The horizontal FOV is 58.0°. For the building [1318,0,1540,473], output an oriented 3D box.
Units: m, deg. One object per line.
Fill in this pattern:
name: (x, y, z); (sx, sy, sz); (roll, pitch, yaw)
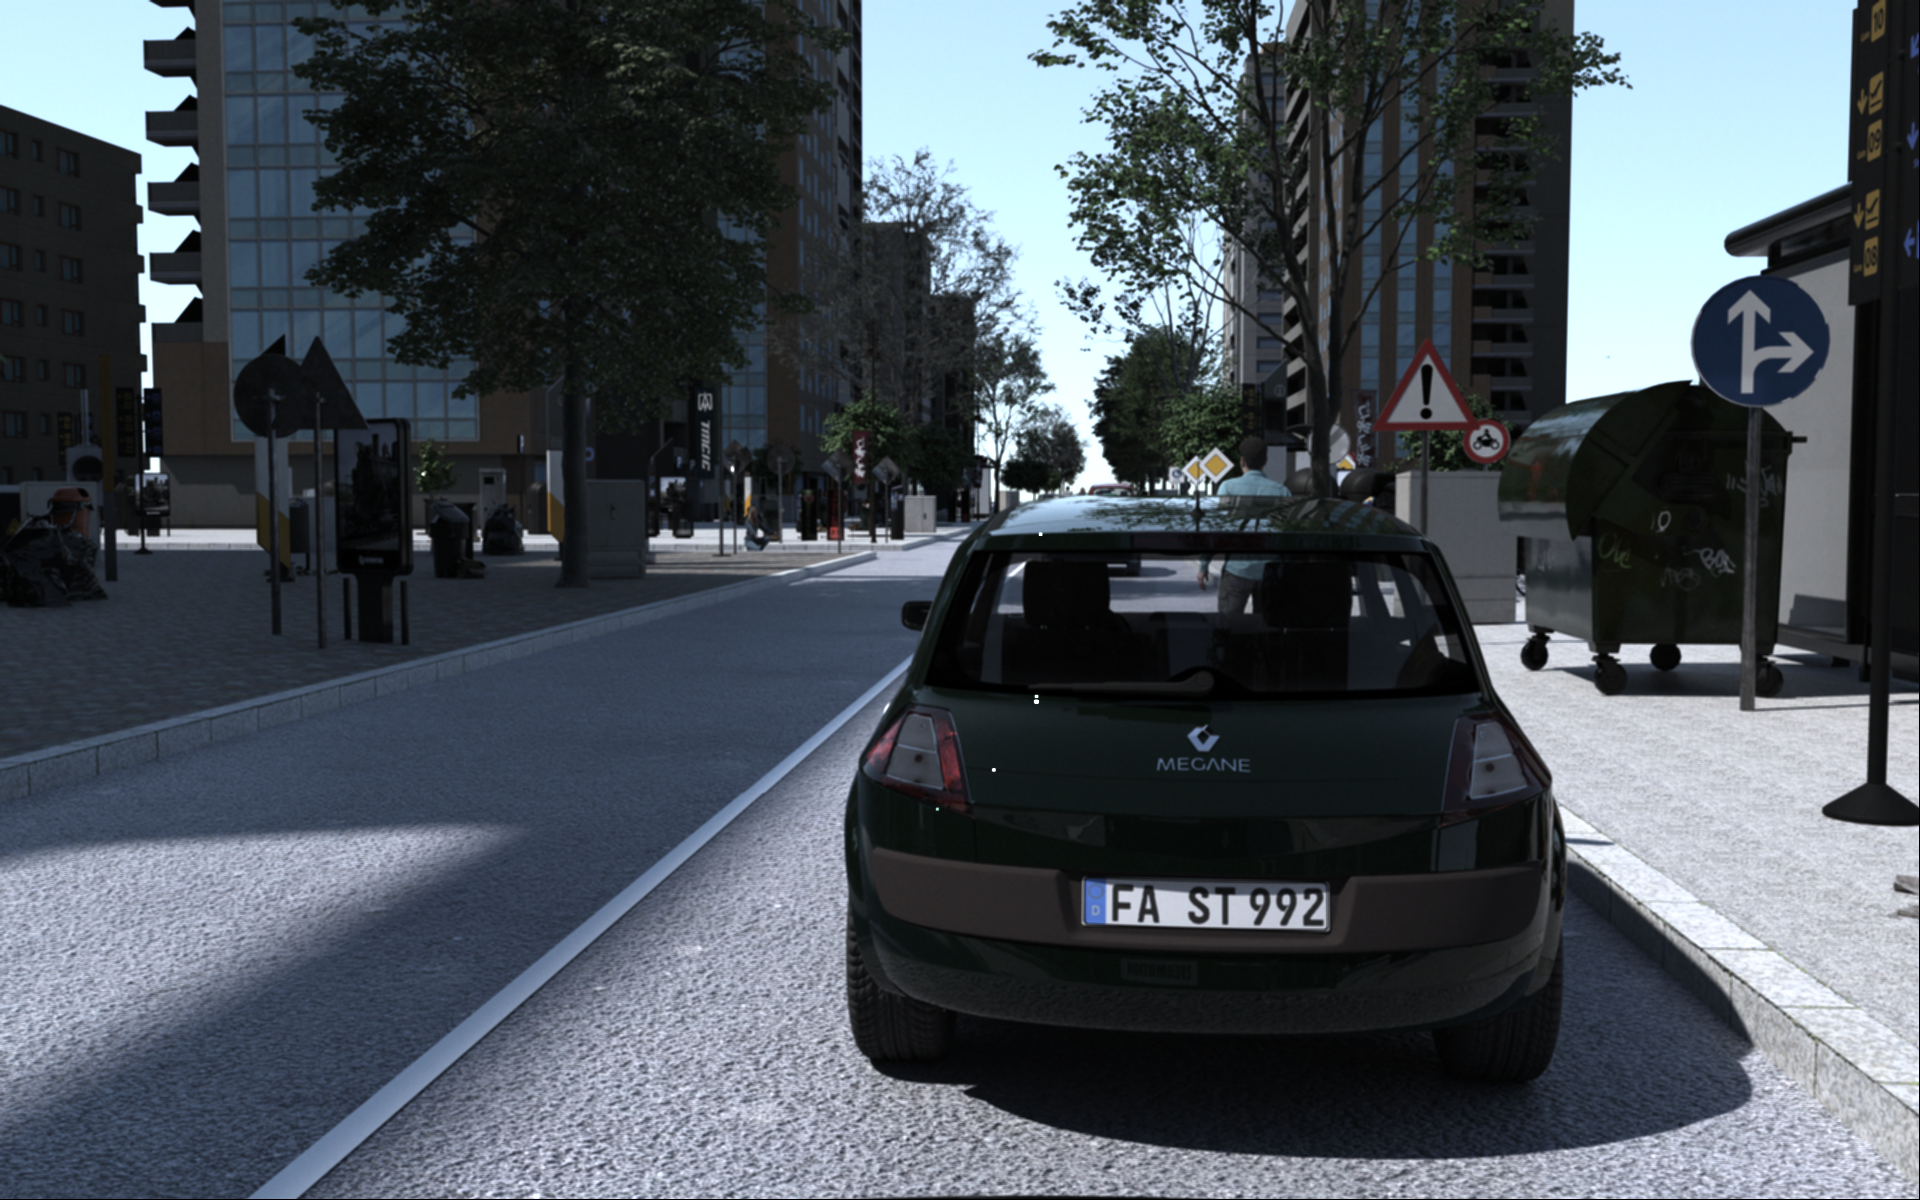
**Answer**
building: (35.858, -29.653, 134.938); (14.600, 45.320, 14.200); (0, 4, 5)

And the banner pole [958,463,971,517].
banner pole: (0.292, -6.641, 98.597); (0.863, 3.779, 0.401); (2, 4, 24)

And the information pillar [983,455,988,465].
information pillar: (1.446, -6.936, 104.762); (0.504, 3.616, 0.183); (0, 4, 8)

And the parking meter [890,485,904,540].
parking meter: (-1.765, -2.464, 48.696); (0.372, 1.533, 0.369); (0, 3, 0)

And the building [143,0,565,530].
building: (-21.479, -25.549, 67.837); (14.600, 45.320, 14.200); (0, 4, 5)

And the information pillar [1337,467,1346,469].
information pillar: (10.263, -2.603, 47.055); (0.304, 2.012, 0.304); (2, 4, 33)

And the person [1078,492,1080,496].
person: (10.073, -8.266, 143.513); (0.709, 1.838, 0.599); (1, 4, 20)

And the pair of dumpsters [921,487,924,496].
pair of dumpsters: (-2.800, -5.289, 88.963); (1.574, 2.255, 4.437); (0, 4, 5)

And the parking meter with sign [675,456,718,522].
parking meter with sign: (-12.212, -5.112, 79.847); (1.738, 3.016, 0.543); (1, 4, 17)

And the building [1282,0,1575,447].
building: (40.268, -32.336, 152.397); (21.300, 48.544, 21.600); (0, 4, 5)

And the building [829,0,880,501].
building: (-17.521, -44.065, 158.719); (20.563, 71.187, 20.611); (0, 4, 5)

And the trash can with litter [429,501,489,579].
trash can with litter: (-7.648, -0.929, 26.578); (1.055, 1.170, 0.624); (2, 4, 35)

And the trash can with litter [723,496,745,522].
trash can with litter: (-10.638, -4.250, 80.874); (1.055, 1.170, 0.624); (-2, 4, -32)

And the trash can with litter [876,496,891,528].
trash can with litter: (-3.011, -3.423, 67.030); (1.678, 1.210, 2.233); (0, 4, 7)

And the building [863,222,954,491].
building: (-16.733, -33.039, 232.073); (32.217, 40.220, 23.993); (0, 4, 5)

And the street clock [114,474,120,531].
street clock: (-29.564, -3.415, 60.400); (0.471, 2.002, 0.358); (-1, 4, -13)

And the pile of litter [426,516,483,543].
pile of litter: (-13.276, -1.958, 45.978); (1.719, 0.858, 1.176); (1, 4, 17)

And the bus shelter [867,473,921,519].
bus shelter: (-3.136, -6.317, 80.907); (2.179, 5.291, 8.768); (0, 4, 5)

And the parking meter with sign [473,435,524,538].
parking meter with sign: (-13.756, -3.349, 51.013); (1.738, 3.016, 0.543); (0, 4, -3)

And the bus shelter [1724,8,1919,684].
bus shelter: (6.995, -2.107, 12.087); (2.179, 5.291, 8.768); (0, 4, 5)

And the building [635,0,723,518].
building: (-20.908, -19.494, 90.433); (14.160, 30.474, 14.107); (0, 4, 5)

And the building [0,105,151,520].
building: (-57.106, -14.117, 75.846); (28.899, 21.520, 27.650); (0, 4, 5)

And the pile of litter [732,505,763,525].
pile of litter: (-8.858, -3.543, 71.890); (1.176, 0.858, 1.719); (3, 4, 37)

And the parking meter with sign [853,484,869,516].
parking meter with sign: (-5.828, -6.436, 101.494); (0.543, 3.016, 1.738); (2, 4, 29)

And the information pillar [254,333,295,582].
information pillar: (-9.990, -2.068, 25.168); (0.183, 3.616, 0.504); (3, 4, 39)

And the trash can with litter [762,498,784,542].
trash can with litter: (-5.049, -2.177, 46.975); (0.624, 1.170, 1.055); (-1, 4, -10)

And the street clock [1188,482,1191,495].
street clock: (12.872, -5.747, 98.538); (0.471, 2.002, 0.358); (3, 4, 36)

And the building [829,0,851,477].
building: (-23.495, -33.422, 135.693); (28.713, 52.752, 27.495); (0, 4, 5)

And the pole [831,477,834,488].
pole: (-6.650, -5.897, 90.255); (0.158, 3.312, 0.155); (0, 3, 0)

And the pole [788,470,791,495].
pole: (-9.201, -6.095, 93.499); (0.158, 3.312, 0.155); (0, 3, 0)

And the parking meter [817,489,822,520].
parking meter: (-7.039, -4.748, 86.044); (0.372, 1.533, 0.369); (0, 3, 0)

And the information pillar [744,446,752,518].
information pillar: (-10.253, -5.654, 83.793); (0.183, 3.616, 0.504); (-3, 5, -44)

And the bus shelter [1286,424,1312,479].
bus shelter: (10.155, -3.592, 52.656); (2.014, 3.302, 5.546); (0, 4, 5)

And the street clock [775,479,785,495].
street clock: (-8.459, -4.690, 81.253); (0.471, 2.002, 0.358); (3, 5, 42)

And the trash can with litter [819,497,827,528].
trash can with litter: (-4.947, -3.325, 65.758); (0.624, 1.170, 1.055); (-2, 4, -25)

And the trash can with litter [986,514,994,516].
trash can with litter: (1.567, -5.457, 100.274); (1.678, 1.210, 2.233); (0, 4, 3)

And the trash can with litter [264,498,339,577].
trash can with litter: (-10.298, -1.025, 27.821); (1.678, 1.210, 2.233); (2, 4, 25)

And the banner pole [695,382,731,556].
banner pole: (-5.125, -2.799, 35.783); (0.863, 3.779, 0.401); (2, 4, 31)

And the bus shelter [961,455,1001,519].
bus shelter: (1.011, -5.987, 91.812); (2.014, 3.302, 5.546); (0, 4, 5)

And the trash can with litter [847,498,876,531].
trash can with litter: (-3.439, -2.982, 60.147); (1.055, 1.170, 0.624); (2, 4, 29)

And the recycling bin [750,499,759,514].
recycling bin: (-9.354, -4.185, 80.981); (0.722, 1.027, 0.722); (1, 4, 10)

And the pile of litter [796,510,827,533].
pile of litter: (-4.942, -2.706, 58.201); (1.176, 0.858, 1.719); (1, 4, 21)

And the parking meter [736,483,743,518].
parking meter: (-11.614, -5.227, 91.176); (0.255, 1.863, 0.399); (-3, 5, -43)

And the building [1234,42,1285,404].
building: (47.663, -42.257, 232.907); (21.231, 58.520, 28.212); (0, 4, 5)

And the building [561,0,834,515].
building: (-16.129, -28.236, 111.768); (14.600, 45.320, 14.200); (0, 4, 5)

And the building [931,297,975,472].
building: (-5.210, -30.147, 264.610); (14.160, 30.474, 14.107); (0, 4, 5)

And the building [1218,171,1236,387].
building: (54.004, -41.116, 261.481); (28.713, 52.752, 27.495); (0, 4, 5)

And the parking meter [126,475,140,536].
parking meter: (-25.533, -2.920, 53.457); (0.255, 1.863, 0.399); (-1, 4, -9)

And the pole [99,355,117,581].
pole: (-12.556, -1.938, 25.526); (0.158, 3.312, 0.155); (0, 3, 0)

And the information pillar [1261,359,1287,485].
information pillar: (5.442, -2.364, 30.005); (0.504, 3.616, 0.183); (-1, 4, -23)

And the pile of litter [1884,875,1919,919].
pile of litter: (3.744, 0.533, 5.248); (1.719, 0.858, 1.176); (2, 4, 23)

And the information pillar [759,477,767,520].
information pillar: (-8.635, -4.362, 75.805); (0.304, 2.012, 0.304); (-1, 4, -16)

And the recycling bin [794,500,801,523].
recycling bin: (-7.377, -4.016, 78.216); (0.722, 1.027, 0.722); (3, 4, 36)

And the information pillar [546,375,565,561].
information pillar: (-7.662, -2.554, 33.115); (0.183, 3.616, 0.504); (3, 5, 42)

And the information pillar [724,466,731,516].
information pillar: (-13.642, -6.742, 101.593); (0.183, 3.616, 0.504); (2, 4, 28)
